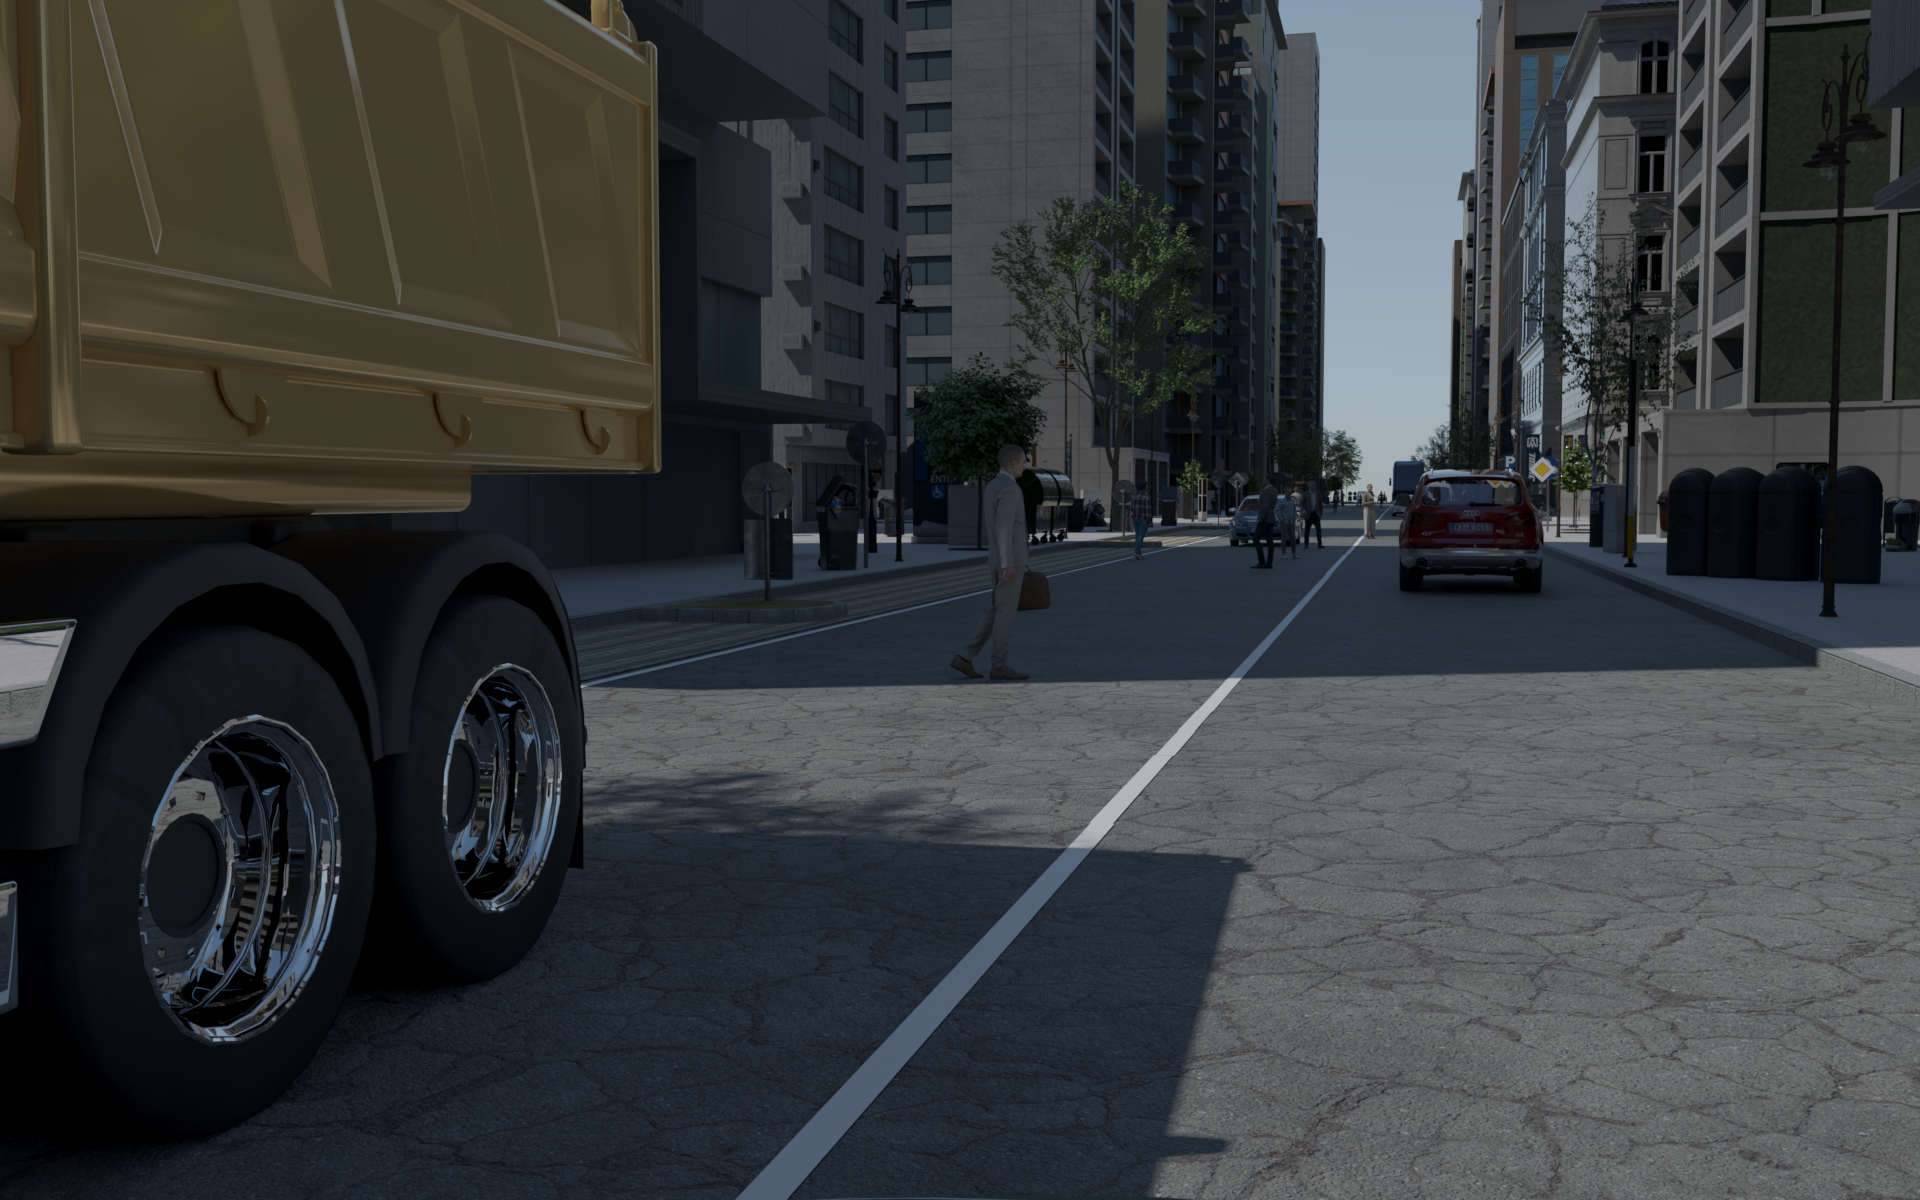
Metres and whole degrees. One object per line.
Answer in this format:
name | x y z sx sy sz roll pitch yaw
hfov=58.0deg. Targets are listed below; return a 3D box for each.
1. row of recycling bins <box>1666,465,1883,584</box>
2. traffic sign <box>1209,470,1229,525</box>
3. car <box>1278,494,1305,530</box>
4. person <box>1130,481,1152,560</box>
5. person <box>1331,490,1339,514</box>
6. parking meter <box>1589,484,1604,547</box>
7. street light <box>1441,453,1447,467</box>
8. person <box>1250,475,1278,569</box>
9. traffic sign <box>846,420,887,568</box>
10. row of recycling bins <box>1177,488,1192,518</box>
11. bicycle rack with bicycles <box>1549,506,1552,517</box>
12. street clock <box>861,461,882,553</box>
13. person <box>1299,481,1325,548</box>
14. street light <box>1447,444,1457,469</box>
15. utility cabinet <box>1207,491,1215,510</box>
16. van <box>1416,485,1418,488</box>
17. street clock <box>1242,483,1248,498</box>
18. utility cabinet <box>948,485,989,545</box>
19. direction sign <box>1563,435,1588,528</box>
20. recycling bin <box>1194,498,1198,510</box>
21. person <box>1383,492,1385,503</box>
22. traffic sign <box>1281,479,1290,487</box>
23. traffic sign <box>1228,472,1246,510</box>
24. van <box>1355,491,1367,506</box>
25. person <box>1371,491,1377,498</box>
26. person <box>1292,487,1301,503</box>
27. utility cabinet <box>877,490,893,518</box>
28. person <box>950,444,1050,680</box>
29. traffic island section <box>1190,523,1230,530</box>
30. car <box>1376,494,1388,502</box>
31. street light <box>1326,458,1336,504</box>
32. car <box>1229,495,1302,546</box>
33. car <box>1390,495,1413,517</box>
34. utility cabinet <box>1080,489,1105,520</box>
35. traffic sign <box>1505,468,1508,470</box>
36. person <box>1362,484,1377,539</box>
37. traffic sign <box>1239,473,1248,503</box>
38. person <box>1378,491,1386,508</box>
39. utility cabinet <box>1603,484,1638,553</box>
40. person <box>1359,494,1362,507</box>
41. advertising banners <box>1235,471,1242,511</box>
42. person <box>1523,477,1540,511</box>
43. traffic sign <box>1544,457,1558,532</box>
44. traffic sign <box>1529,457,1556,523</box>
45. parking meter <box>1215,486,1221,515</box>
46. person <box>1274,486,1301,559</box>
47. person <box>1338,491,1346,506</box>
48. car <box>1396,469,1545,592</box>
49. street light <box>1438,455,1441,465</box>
row of recycling bins | 12.212 -1.166 26.171 1.069 1.692 3.534 -2 4 -28
traffic sign | 10.575 -4.104 70.750 0.795 2.450 0.064 1 4 14
car | 12.579 -3.565 68.069 2.009 1.686 4.222 1 4 13
person | 3.944 -1.750 37.947 0.643 1.720 0.563 -3 4 -36
person | 27.206 -7.123 125.548 0.593 1.750 0.643 2 4 26
parking meter | 15.408 -2.044 41.831 0.372 1.533 0.369 0 3 0
street light | 48.669 -12.259 173.229 0.468 5.910 1.993 1 4 14
person | 5.870 -1.510 33.378 0.592 1.802 0.473 -3 5 -44
traffic sign | -1.630 -1.826 29.959 0.768 2.556 0.104 1 4 19
row of recycling bins | 11.827 -5.249 92.933 1.069 1.692 3.534 0 4 -5
bicycle rack with bicycles | 31.234 -5.038 95.748 2.925 0.926 2.852 -1 4 -11
street clock | -1.923 -2.022 37.629 0.358 2.002 0.471 2 4 33
person | 9.262 -2.232 45.389 0.661 1.777 0.834 -1 4 -16
street light | 44.650 -11.269 157.028 0.468 5.910 1.993 1 4 14
utility cabinet | 17.097 -6.683 117.946 1.173 1.500 0.318 -1 4 -9
van | 18.234 -3.653 66.741 2.013 2.044 4.112 1 4 14
street clock | 18.493 -6.591 112.330 0.358 2.002 0.471 3 4 37
utility cabinet | 0.306 -2.087 42.794 1.173 1.500 0.318 0 4 7
direction sign | 23.471 -4.533 66.115 0.876 3.537 0.379 1 4 14
recycling bin | 14.752 -6.000 110.652 0.722 1.027 0.722 -1 4 -20
person | 67.784 -16.399 276.556 0.705 1.831 1.348 1 4 15
traffic sign | 26.827 -8.726 142.779 0.768 2.556 0.104 1 4 21
traffic sign | 12.549 -4.578 78.488 0.795 2.450 0.064 1 4 14
van | 49.215 -12.499 211.365 2.013 2.044 4.112 1 4 13
person | 49.162 -12.144 207.019 1.348 1.831 0.705 1 4 13
person | 15.187 -4.224 78.138 0.480 1.755 0.524 0 4 0
utility cabinet | -4.047 -5.029 90.902 1.173 1.500 0.318 -2 4 -25
person | 0.361 -0.292 13.387 0.853 1.813 0.709 -1 4 -17
traffic island section | 10.551 -2.969 70.818 2.009 0.180 2.903 1 4 14
car | 73.756 -17.880 302.563 2.015 1.641 3.980 1 4 13
street light | 50.161 -15.982 234.098 0.468 5.910 1.993 1 4 14
car | 8.686 -2.265 49.038 2.014 1.417 4.499 1 4 15
car | 28.835 -6.080 111.776 2.083 1.381 4.827 1 4 13
utility cabinet | 6.410 -4.595 83.808 1.173 1.500 0.318 -2 4 -24
traffic sign | 21.419 -3.935 67.974 0.795 2.450 0.064 1 4 14
person | 13.105 -2.832 55.348 0.519 1.759 0.362 -3 4 -36
traffic sign | 16.673 -6.265 102.537 0.768 2.556 0.104 1 4 15
person | 43.180 -10.270 177.199 0.721 1.735 1.217 -2 4 -30
utility cabinet | 14.442 -1.783 37.831 0.318 1.500 1.173 3 5 42
person | 44.287 -10.971 191.095 0.599 1.433 0.991 0 4 5
advertising banners | 21.142 -8.258 131.200 0.090 3.025 2.074 1 4 23
person | 11.051 -1.512 33.770 0.519 1.759 0.362 2 4 31
traffic sign | 20.014 -3.597 58.920 0.768 2.556 0.104 1 4 19
traffic sign | 17.968 -3.199 53.486 0.795 2.450 0.064 1 4 19
parking meter | 15.918 -6.191 106.926 0.399 1.863 0.255 0 4 6
person | 7.232 -1.710 38.268 0.589 1.601 0.330 -1 4 -13
person | 44.072 -11.684 199.613 1.350 1.814 0.705 -3 4 -39
car | 7.930 -1.117 26.944 2.281 1.827 5.304 1 4 16
street light | 52.935 -13.278 189.879 0.468 5.910 1.993 1 4 14
